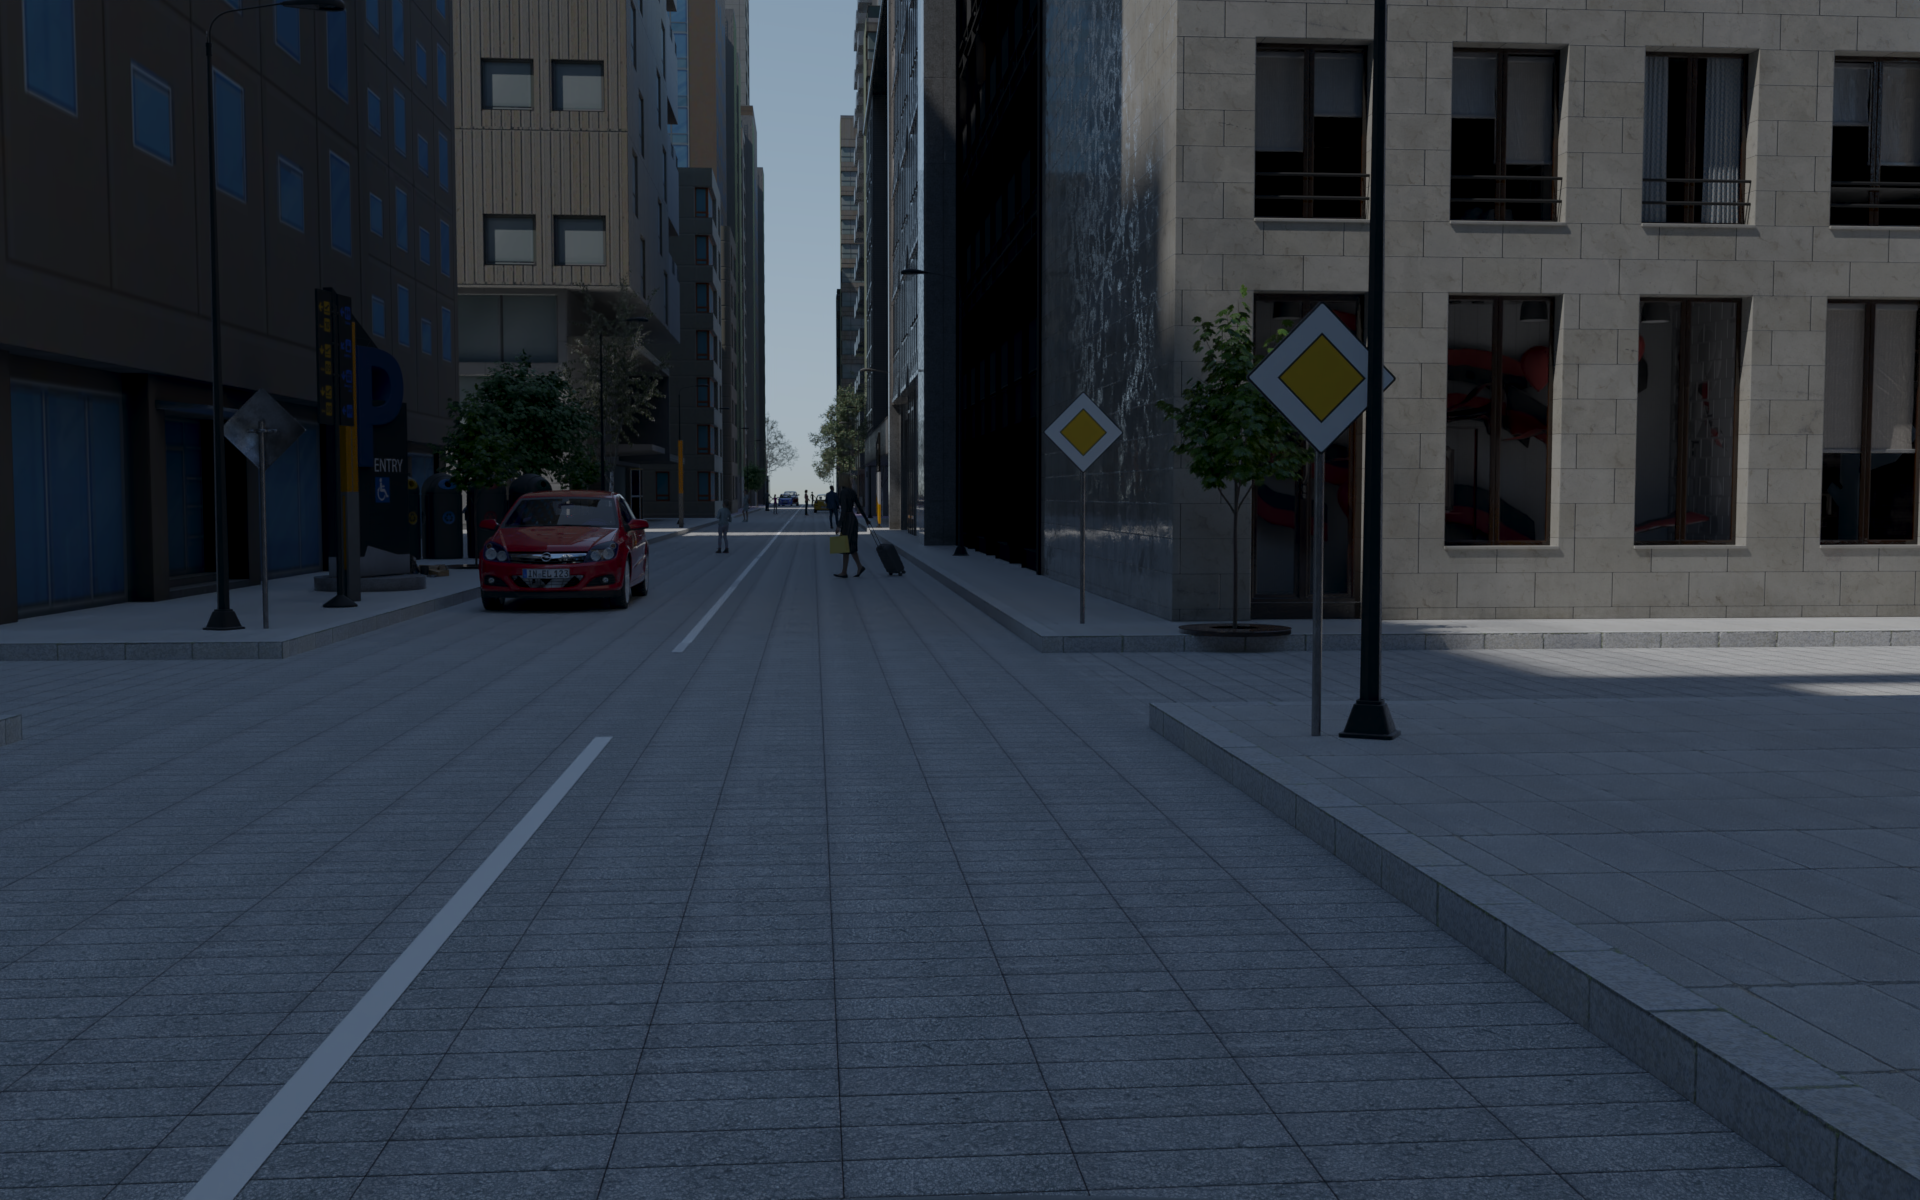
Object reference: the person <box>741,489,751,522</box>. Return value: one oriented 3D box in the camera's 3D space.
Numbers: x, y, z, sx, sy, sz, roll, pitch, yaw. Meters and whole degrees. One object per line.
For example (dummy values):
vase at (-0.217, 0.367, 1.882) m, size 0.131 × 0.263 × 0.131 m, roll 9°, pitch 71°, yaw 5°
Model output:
person at (-11.018, -4.868, 89.102) m, size 0.522 × 1.701 × 0.512 m, roll -1°, pitch 4°, yaw -10°

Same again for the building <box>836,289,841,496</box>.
building at (-10.427, -28.878, 243.850) m, size 14.160 × 30.474 × 14.107 m, roll 0°, pitch 4°, yaw -5°

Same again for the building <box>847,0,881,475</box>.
building at (1.968, -32.626, 153.039) m, size 23.786 × 49.044 × 30.456 m, roll 0°, pitch 4°, yaw -5°

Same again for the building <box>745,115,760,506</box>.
building at (-28.690, -30.433, 181.169) m, size 14.154 × 41.232 × 14.086 m, roll 0°, pitch 4°, yaw -5°

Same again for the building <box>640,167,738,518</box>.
building at (-28.115, -15.914, 105.230) m, size 27.650 × 21.520 × 28.899 m, roll 0°, pitch 4°, yaw -5°

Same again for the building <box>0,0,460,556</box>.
building at (-21.506, -24.087, 43.941) m, size 14.600 × 45.320 × 14.200 m, roll 0°, pitch 4°, yaw -5°

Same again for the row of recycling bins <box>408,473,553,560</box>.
row of recycling bins at (-9.876, -1.674, 34.476) m, size 3.534 × 1.692 × 1.069 m, roll -2°, pitch 4°, yaw -34°

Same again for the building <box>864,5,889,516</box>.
building at (1.046, -20.518, 107.172) m, size 14.160 × 30.474 × 14.107 m, roll 0°, pitch 4°, yaw -5°

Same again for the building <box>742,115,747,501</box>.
building at (-26.841, -28.841, 155.149) m, size 14.154 × 41.232 × 14.086 m, roll 0°, pitch 4°, yaw -5°

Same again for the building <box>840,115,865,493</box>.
building at (-6.169, -31.012, 190.647) m, size 14.154 × 41.232 × 14.086 m, roll 0°, pitch 4°, yaw -5°

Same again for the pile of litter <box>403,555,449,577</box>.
pile of litter at (-8.675, -0.815, 27.296) m, size 1.176 × 0.858 × 1.719 m, roll -2°, pitch 4°, yaw -25°

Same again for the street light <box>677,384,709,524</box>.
street light at (-11.311, -6.163, 73.303) m, size 1.470 × 5.913 × 1.316 m, roll 0°, pitch 4°, yaw -5°

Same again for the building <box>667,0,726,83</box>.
building at (-24.325, -29.132, 126.413) m, size 14.600 × 45.320 × 14.200 m, roll 0°, pitch 4°, yaw -5°

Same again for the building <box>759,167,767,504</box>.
building at (-30.848, -32.193, 209.948) m, size 14.154 × 41.232 × 14.086 m, roll 0°, pitch 4°, yaw -5°

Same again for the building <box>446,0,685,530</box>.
building at (-26.188, -29.540, 72.214) m, size 28.713 × 52.752 × 27.495 m, roll 0°, pitch 4°, yaw -5°

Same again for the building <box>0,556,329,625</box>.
building at (-16.448, -22.690, 21.089) m, size 14.600 × 45.320 × 14.200 m, roll 0°, pitch 4°, yaw -5°

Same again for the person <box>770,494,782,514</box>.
person at (-13.137, -6.834, 123.458) m, size 0.991 × 1.433 × 0.599 m, roll -2°, pitch 4°, yaw -34°

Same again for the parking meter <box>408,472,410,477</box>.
parking meter at (-12.778, -2.077, 39.667) m, size 0.399 × 1.863 × 0.255 m, roll 0°, pitch 4°, yaw 4°

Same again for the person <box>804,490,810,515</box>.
person at (-10.242, -6.554, 116.360) m, size 0.721 × 1.736 × 1.217 m, roll 0°, pitch 4°, yaw 7°

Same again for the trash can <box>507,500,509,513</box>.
trash can at (-11.576, -1.934, 43.272) m, size 0.748 × 1.137 × 0.748 m, roll 0°, pitch 3°, yaw 0°

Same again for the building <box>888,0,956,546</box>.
building at (4.248, -14.353, 52.700) m, size 12.078 × 24.808 × 19.932 m, roll 0°, pitch 4°, yaw -5°

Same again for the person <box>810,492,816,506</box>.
person at (-17.126, -11.775, 201.837) m, size 0.721 × 1.723 × 1.217 m, roll -3°, pitch 4°, yaw -37°

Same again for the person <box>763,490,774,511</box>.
person at (-16.157, -8.369, 145.420) m, size 1.350 × 1.814 × 0.705 m, roll 3°, pitch 5°, yaw 42°

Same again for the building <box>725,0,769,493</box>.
building at (-35.516, -48.181, 226.015) m, size 20.563 × 71.187 × 20.611 m, roll 0°, pitch 4°, yaw -5°

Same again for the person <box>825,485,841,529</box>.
person at (-5.261, -3.867, 71.911) m, size 0.721 × 1.800 × 0.419 m, roll 1°, pitch 4°, yaw 18°

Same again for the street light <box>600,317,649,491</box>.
street light at (-8.883, -4.470, 45.624) m, size 1.470 × 5.913 × 1.316 m, roll 0°, pitch 4°, yaw -5°

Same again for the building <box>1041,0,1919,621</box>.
building at (10.071, -10.270, 22.663) m, size 16.860 × 20.320 × 10.420 m, roll 0°, pitch 4°, yaw -5°

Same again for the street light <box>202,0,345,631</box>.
street light at (-6.436, -2.675, 16.273) m, size 1.470 × 5.913 × 1.316 m, roll 0°, pitch 4°, yaw -5°

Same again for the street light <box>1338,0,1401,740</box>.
street light at (1.635, -2.228, 8.972) m, size 1.470 × 5.913 × 1.316 m, roll 0°, pitch 4°, yaw -5°

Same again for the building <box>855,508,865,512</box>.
building at (8.560, -26.588, 126.597) m, size 32.217 × 40.220 × 23.993 m, roll 0°, pitch 4°, yaw -5°

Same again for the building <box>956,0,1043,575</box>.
building at (6.689, -12.560, 35.036) m, size 12.332 × 23.373 × 15.834 m, roll 0°, pitch 4°, yaw -5°

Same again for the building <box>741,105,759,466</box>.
building at (-29.900, -33.344, 195.281) m, size 14.600 × 45.320 × 14.200 m, roll 0°, pitch 4°, yaw -5°

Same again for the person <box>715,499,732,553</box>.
person at (-5.754, -1.787, 41.996) m, size 0.394 × 1.301 × 0.425 m, roll 2°, pitch 4°, yaw 35°

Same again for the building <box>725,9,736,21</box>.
building at (-25.434, -27.986, 141.158) m, size 14.154 × 41.232 × 14.086 m, roll 0°, pitch 4°, yaw -5°

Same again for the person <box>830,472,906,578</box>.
person at (-1.614, -1.295, 29.892) m, size 1.509 × 1.804 × 0.699 m, roll -2°, pitch 4°, yaw -32°

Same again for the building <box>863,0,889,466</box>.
building at (3.250, -15.816, 77.657) m, size 14.314 × 24.678 × 30.058 m, roll 0°, pitch 4°, yaw -5°
